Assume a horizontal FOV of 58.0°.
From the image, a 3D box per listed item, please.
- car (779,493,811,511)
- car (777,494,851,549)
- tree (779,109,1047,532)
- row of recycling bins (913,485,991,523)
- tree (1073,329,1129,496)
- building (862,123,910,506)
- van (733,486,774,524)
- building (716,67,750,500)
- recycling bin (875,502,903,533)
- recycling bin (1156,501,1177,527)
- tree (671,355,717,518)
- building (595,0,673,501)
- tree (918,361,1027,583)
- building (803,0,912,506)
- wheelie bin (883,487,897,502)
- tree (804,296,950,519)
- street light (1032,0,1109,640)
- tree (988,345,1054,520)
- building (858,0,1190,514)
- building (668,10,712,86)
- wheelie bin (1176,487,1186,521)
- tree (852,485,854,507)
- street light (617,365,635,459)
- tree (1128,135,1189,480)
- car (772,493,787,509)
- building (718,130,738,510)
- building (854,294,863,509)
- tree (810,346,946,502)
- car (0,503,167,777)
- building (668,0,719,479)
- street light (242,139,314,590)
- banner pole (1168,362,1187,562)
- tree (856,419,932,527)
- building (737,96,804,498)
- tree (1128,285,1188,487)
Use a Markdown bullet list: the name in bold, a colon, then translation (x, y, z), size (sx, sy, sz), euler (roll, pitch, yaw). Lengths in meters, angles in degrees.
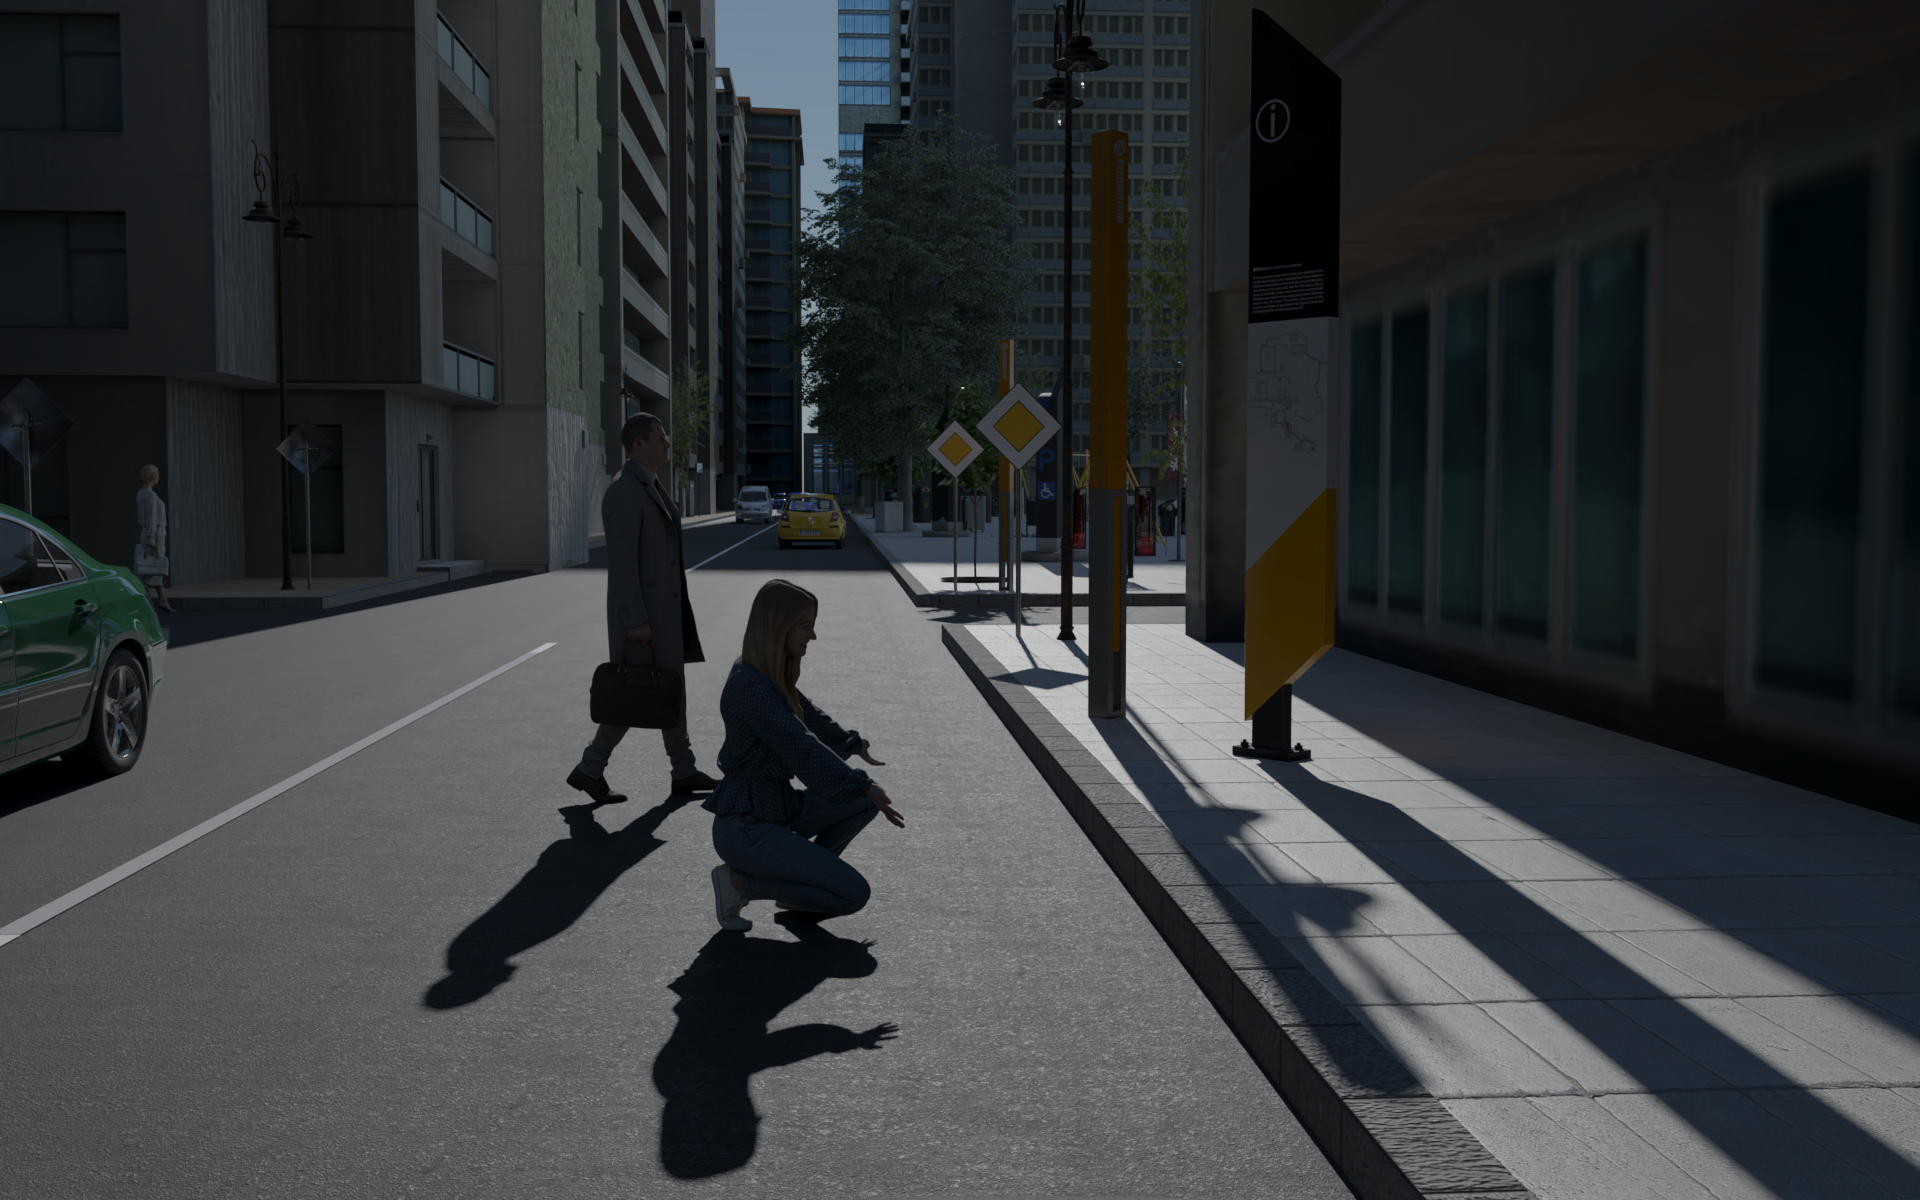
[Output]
- **car**: translation (-7.652, -4.470, 82.668), size (1.945, 1.707, 3.694), euler (0, 4, -6)
- **car**: translation (-3.951, -2.222, 46.549), size (2.015, 1.641, 3.980), euler (0, 4, -3)
- **tree**: translation (-1.961, -9.304, 58.782), size (9.857, 13.997, 8.962), euler (0, 3, 0)
- **row of recycling bins**: translation (-0.355, -4.288, 77.214), size (3.534, 1.692, 1.069), euler (0, 4, 2)
- **tree**: translation (6.923, -7.487, 72.771), size (4.360, 8.622, 3.978), euler (0, 3, 0)
- **building**: translation (-0.783, -22.443, 138.636), size (14.160, 30.474, 14.107), euler (0, 4, -4)
- **van**: translation (-10.148, -4.791, 85.338), size (2.013, 2.044, 4.112), euler (0, 4, -4)
- **building**: translation (-31.261, -28.364, 155.632), size (23.993, 40.220, 32.217), euler (0, 4, -4)
- **recycling bin**: translation (-2.376, -2.770, 57.840), size (0.722, 1.027, 0.722), euler (-2, 4, -30)
- **recycling bin**: translation (7.868, -3.303, 66.558), size (0.722, 1.027, 0.722), euler (2, 4, 30)
- **tree**: translation (-14.751, -8.597, 90.926), size (4.737, 8.622, 4.395), euler (0, 3, 0)
- **building**: translation (-24.405, -27.607, 75.073), size (21.300, 48.544, 21.600), euler (0, 4, -4)
- **tree**: translation (0.117, -1.886, 25.437), size (1.663, 3.219, 1.824), euler (0, 3, 0)
- **building**: translation (-1.822, -53.783, 192.015), size (31.000, 86.520, 22.319), euler (0, 4, -4)
- **wheelie bin**: translation (-3.153, -4.451, 80.678), size (0.980, 1.594, 0.693), euler (3, 5, 43)
- **tree**: translation (-4.290, -10.034, 89.809), size (9.928, 11.665, 9.643), euler (0, 3, 0)
- **street light**: translation (0.940, -2.587, 15.090), size (0.468, 5.910, 1.993), euler (0, 4, -4)
- **tree**: translation (2.838, -8.219, 84.737), size (4.737, 8.622, 4.395), euler (0, 3, 0)
- **building**: translation (9.119, -26.185, 120.001), size (32.217, 40.220, 23.993), euler (0, 4, -4)
- **building**: translation (-22.357, -20.335, 104.182), size (14.160, 30.474, 14.107), euler (0, 4, -4)
- **wheelie bin**: translation (10.172, -4.271, 77.734), size (0.980, 1.594, 0.693), euler (1, 4, 9)
- **tree**: translation (-10.378, -11.095, 176.003), size (1.663, 3.219, 1.824), euler (0, 3, 0)
- **street light**: translation (-11.974, -5.471, 62.245), size (0.468, 5.910, 1.993), euler (0, 4, -4)
- **tree**: translation (4.521, -4.764, 28.247), size (4.737, 8.622, 4.395), euler (0, 3, 0)
- **car**: translation (-16.820, -9.296, 161.581), size (1.945, 1.707, 3.694), euler (0, 4, -4)
- **building**: translation (-24.578, -22.063, 132.434), size (14.160, 30.474, 14.107), euler (0, 4, -4)
- **building**: translation (4.135, -19.312, 160.793), size (27.650, 21.520, 28.899), euler (0, 4, -4)
- **tree**: translation (-4.485, -10.106, 99.649), size (8.767, 10.594, 7.601), euler (-2, 4, -24)
- **car**: translation (-5.084, 0.265, 7.459), size (2.131, 1.459, 4.920), euler (0, 4, -4)
- **building**: translation (-23.961, -28.603, 117.776), size (14.600, 45.320, 14.200), euler (0, 4, -4)
- **street light**: translation (-9.032, -3.076, 23.085), size (0.468, 5.910, 1.993), euler (0, 4, -4)
- **banner pole**: translation (4.303, -2.636, 33.118), size (0.401, 3.779, 0.863), euler (2, 4, 34)
- **tree**: translation (-2.335, -5.140, 67.757), size (4.285, 4.588, 4.351), euler (0, 3, 0)
- **building**: translation (-31.626, -32.771, 190.431), size (28.867, 44.769, 22.147), euler (0, 4, -4)
- **tree**: translation (8.275, -6.608, 58.396), size (4.360, 8.622, 3.978), euler (0, 3, 0)
